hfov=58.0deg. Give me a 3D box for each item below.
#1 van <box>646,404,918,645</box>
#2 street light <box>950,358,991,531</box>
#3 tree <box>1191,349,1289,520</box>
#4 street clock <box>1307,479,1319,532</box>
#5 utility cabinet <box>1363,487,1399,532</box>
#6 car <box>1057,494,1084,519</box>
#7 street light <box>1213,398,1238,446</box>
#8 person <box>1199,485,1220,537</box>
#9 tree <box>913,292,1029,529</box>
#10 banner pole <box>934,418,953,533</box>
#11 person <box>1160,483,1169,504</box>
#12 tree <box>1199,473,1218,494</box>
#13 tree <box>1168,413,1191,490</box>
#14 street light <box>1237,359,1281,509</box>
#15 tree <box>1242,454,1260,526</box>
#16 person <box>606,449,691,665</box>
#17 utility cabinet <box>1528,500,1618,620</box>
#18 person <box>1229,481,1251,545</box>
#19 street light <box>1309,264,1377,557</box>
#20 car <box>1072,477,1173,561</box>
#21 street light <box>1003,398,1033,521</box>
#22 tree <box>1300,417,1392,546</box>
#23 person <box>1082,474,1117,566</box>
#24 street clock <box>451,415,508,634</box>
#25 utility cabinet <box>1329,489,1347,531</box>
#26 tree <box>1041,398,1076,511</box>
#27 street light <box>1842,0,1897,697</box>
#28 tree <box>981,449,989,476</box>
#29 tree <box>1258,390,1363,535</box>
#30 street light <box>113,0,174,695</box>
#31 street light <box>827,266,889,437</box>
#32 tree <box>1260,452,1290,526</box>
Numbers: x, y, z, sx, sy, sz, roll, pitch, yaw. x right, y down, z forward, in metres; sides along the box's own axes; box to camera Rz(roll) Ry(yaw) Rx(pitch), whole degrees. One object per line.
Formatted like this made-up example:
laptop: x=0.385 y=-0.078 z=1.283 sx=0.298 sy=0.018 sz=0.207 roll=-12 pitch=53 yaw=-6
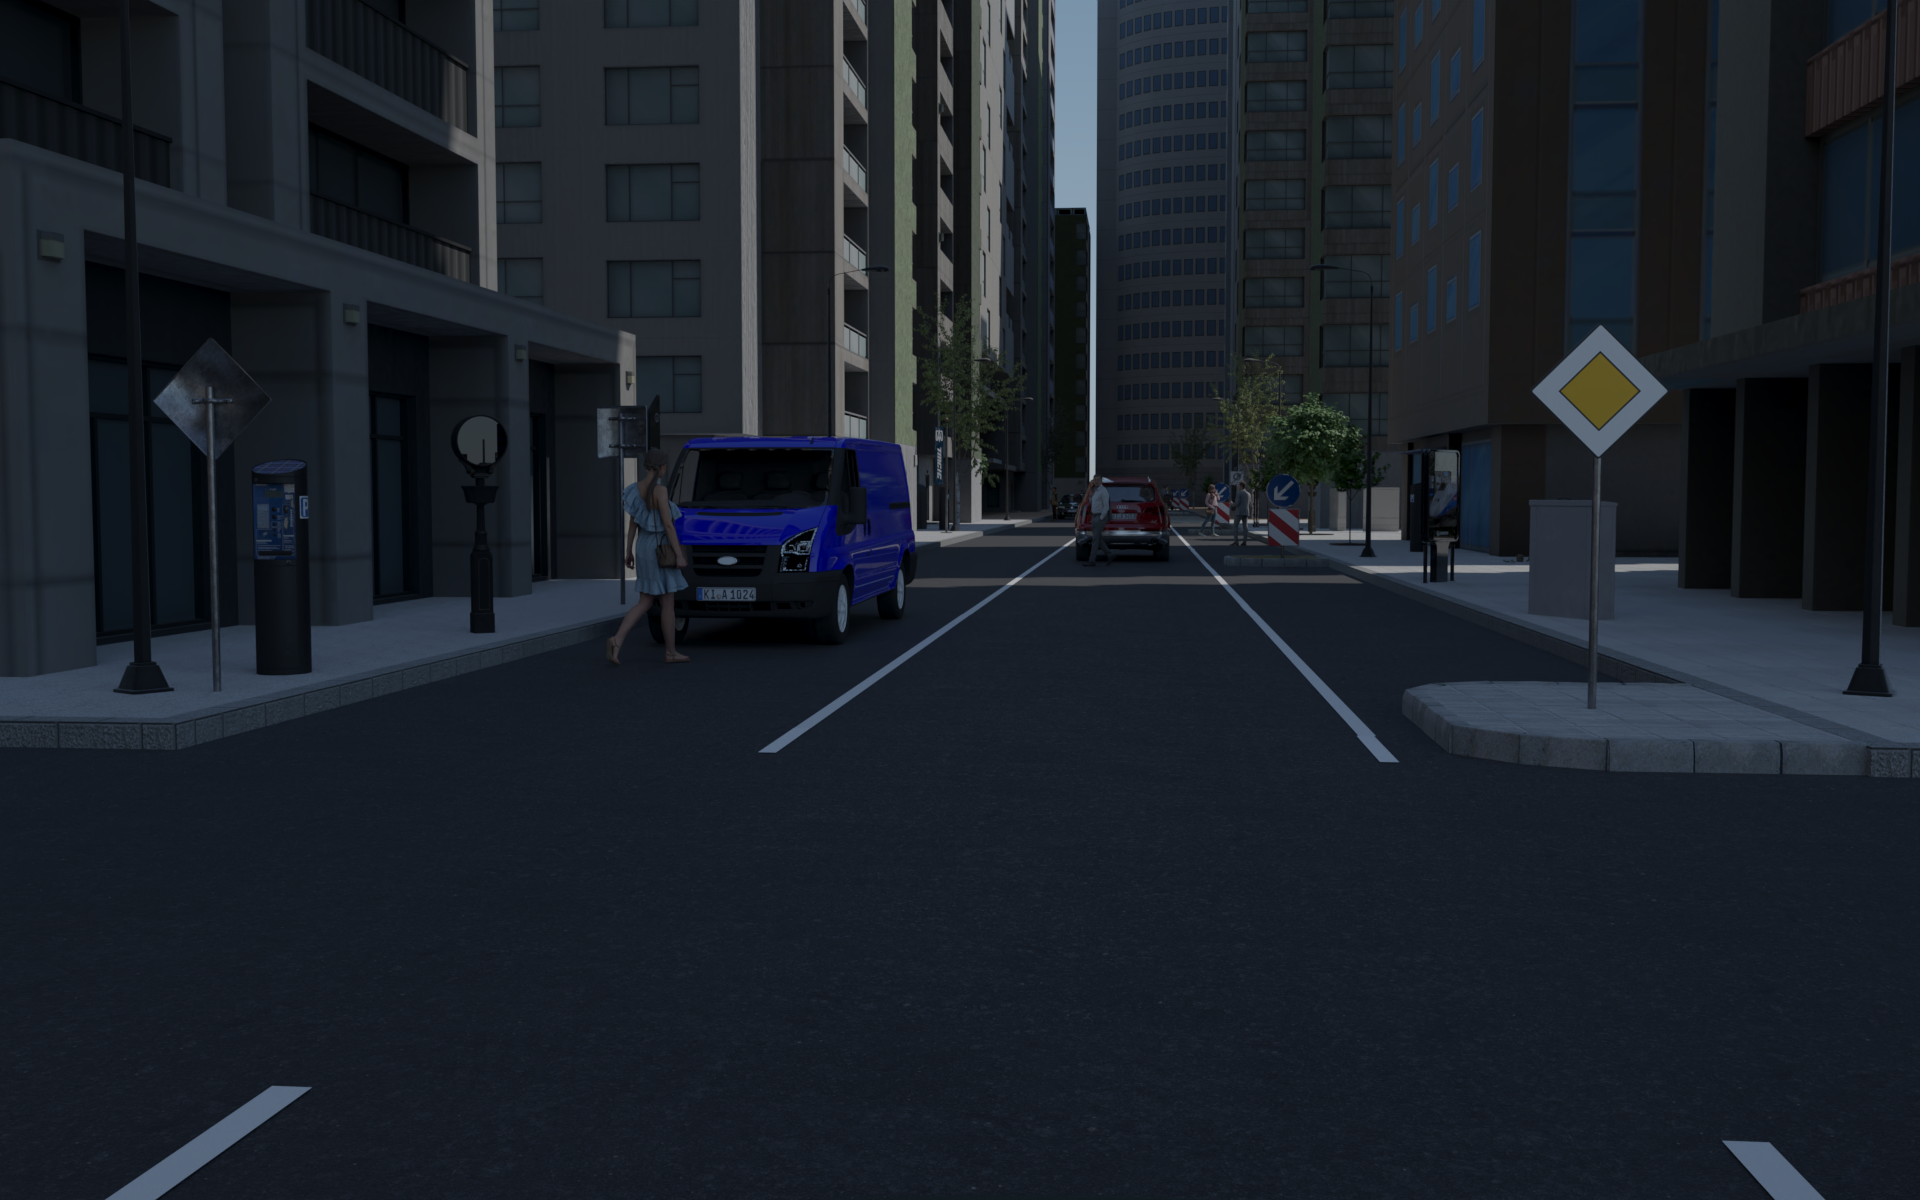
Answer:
van: x=-1.793 y=-0.853 z=18.334 sx=2.240 sy=2.365 sz=5.245 roll=0 pitch=4 yaw=7
street light: x=0.344 y=-5.310 z=59.366 sx=1.470 sy=5.913 sz=1.316 roll=0 pitch=4 yaw=6
tree: x=14.526 y=-8.349 z=86.862 sx=4.737 sy=8.622 sz=4.395 roll=0 pitch=3 yaw=0
street clock: x=11.913 y=-3.303 z=58.566 sx=0.471 sy=2.002 sz=0.358 roll=-3 pitch=5 yaw=-40
utility cabinet: x=14.172 y=-3.035 z=58.294 sx=1.173 sy=1.500 sz=0.318 roll=1 pitch=4 yaw=13
car: x=6.510 y=-5.455 z=98.979 sx=2.009 sy=1.686 sz=4.222 roll=0 pitch=4 yaw=7
street light: x=12.908 y=-6.808 z=83.846 sx=1.470 sy=5.913 sz=1.316 roll=0 pitch=4 yaw=6
person: x=8.416 y=-3.023 z=58.509 sx=0.643 sy=1.750 sz=0.593 roll=3 pitch=4 yaw=36
tree: x=0.075 y=-6.903 z=63.224 sx=4.737 sy=8.622 sz=4.395 roll=0 pitch=3 yaw=0
banner pole: x=-0.581 y=-4.078 z=56.699 sx=0.401 sy=3.779 sz=0.863 roll=3 pitch=4 yaw=36
person: x=7.878 y=-3.571 z=66.687 sx=0.447 sy=1.846 sz=0.655 roll=-1 pitch=4 yaw=-13
tree: x=21.075 y=-9.341 z=147.328 sx=1.663 sy=3.219 sz=1.824 roll=0 pitch=3 yaw=0
tree: x=20.574 y=-12.460 z=154.089 sx=4.737 sy=8.622 sz=4.395 roll=0 pitch=3 yaw=0
street light: x=10.411 y=-5.317 z=59.476 sx=1.470 sy=5.913 sz=1.316 roll=0 pitch=4 yaw=6
tree: x=12.634 y=-4.651 z=70.650 sx=1.663 sy=3.219 sz=1.824 roll=0 pitch=3 yaw=0
person: x=-2.566 y=-0.360 z=14.488 sx=0.778 sy=1.811 sz=0.616 roll=-3 pitch=5 yaw=-43
utility cabinet: x=6.383 y=-0.422 z=18.069 sx=0.306 sy=1.237 sz=1.020 roll=-1 pitch=4 yaw=-20
person: x=7.829 y=-2.434 z=48.492 sx=0.606 sy=1.804 sz=0.583 roll=-3 pitch=5 yaw=-43
street light: x=7.763 y=-3.828 z=35.123 sx=1.470 sy=5.913 sz=1.316 roll=0 pitch=4 yaw=6
car: x=3.634 y=-1.837 z=38.707 sx=2.281 sy=1.827 sz=5.304 roll=0 pitch=4 yaw=5
street light: x=2.819 y=-6.801 z=83.734 sx=1.470 sy=5.913 sz=1.316 roll=0 pitch=4 yaw=6
tree: x=9.669 y=-2.975 z=43.235 sx=1.663 sy=3.219 sz=1.824 roll=0 pitch=3 yaw=0
person: x=2.760 y=-1.583 z=34.475 sx=0.850 sy=1.850 sz=0.679 roll=-2 pitch=4 yaw=-26
street clock: x=-4.421 y=-0.698 z=15.977 sx=0.471 sy=2.002 sz=0.358 roll=-2 pitch=4 yaw=-29
utility cabinet: x=13.138 y=-3.156 z=60.278 sx=0.318 sy=1.500 sz=1.173 roll=0 pitch=4 yaw=-2
tree: x=6.722 y=-11.108 z=131.983 sx=4.360 sy=8.622 sz=3.978 roll=0 pitch=3 yaw=0
street light: x=5.298 y=-2.352 z=10.991 sx=1.470 sy=5.913 sz=1.316 roll=0 pitch=4 yaw=6
tree: x=-0.305 y=-6.183 z=84.811 sx=4.285 sy=4.588 sz=4.351 roll=0 pitch=3 yaw=0
tree: x=10.969 y=-4.326 z=54.446 sx=4.285 sy=4.588 sz=4.351 roll=0 pitch=3 yaw=0
street light: x=-4.764 y=-2.353 z=11.006 sx=1.470 sy=5.913 sz=1.316 roll=0 pitch=4 yaw=6
street light: x=-2.138 y=-3.846 z=35.427 sx=1.470 sy=5.913 sz=1.316 roll=0 pitch=4 yaw=6
tree: x=11.879 y=-4.158 z=62.589 sx=1.663 sy=3.219 sz=1.824 roll=0 pitch=3 yaw=0
